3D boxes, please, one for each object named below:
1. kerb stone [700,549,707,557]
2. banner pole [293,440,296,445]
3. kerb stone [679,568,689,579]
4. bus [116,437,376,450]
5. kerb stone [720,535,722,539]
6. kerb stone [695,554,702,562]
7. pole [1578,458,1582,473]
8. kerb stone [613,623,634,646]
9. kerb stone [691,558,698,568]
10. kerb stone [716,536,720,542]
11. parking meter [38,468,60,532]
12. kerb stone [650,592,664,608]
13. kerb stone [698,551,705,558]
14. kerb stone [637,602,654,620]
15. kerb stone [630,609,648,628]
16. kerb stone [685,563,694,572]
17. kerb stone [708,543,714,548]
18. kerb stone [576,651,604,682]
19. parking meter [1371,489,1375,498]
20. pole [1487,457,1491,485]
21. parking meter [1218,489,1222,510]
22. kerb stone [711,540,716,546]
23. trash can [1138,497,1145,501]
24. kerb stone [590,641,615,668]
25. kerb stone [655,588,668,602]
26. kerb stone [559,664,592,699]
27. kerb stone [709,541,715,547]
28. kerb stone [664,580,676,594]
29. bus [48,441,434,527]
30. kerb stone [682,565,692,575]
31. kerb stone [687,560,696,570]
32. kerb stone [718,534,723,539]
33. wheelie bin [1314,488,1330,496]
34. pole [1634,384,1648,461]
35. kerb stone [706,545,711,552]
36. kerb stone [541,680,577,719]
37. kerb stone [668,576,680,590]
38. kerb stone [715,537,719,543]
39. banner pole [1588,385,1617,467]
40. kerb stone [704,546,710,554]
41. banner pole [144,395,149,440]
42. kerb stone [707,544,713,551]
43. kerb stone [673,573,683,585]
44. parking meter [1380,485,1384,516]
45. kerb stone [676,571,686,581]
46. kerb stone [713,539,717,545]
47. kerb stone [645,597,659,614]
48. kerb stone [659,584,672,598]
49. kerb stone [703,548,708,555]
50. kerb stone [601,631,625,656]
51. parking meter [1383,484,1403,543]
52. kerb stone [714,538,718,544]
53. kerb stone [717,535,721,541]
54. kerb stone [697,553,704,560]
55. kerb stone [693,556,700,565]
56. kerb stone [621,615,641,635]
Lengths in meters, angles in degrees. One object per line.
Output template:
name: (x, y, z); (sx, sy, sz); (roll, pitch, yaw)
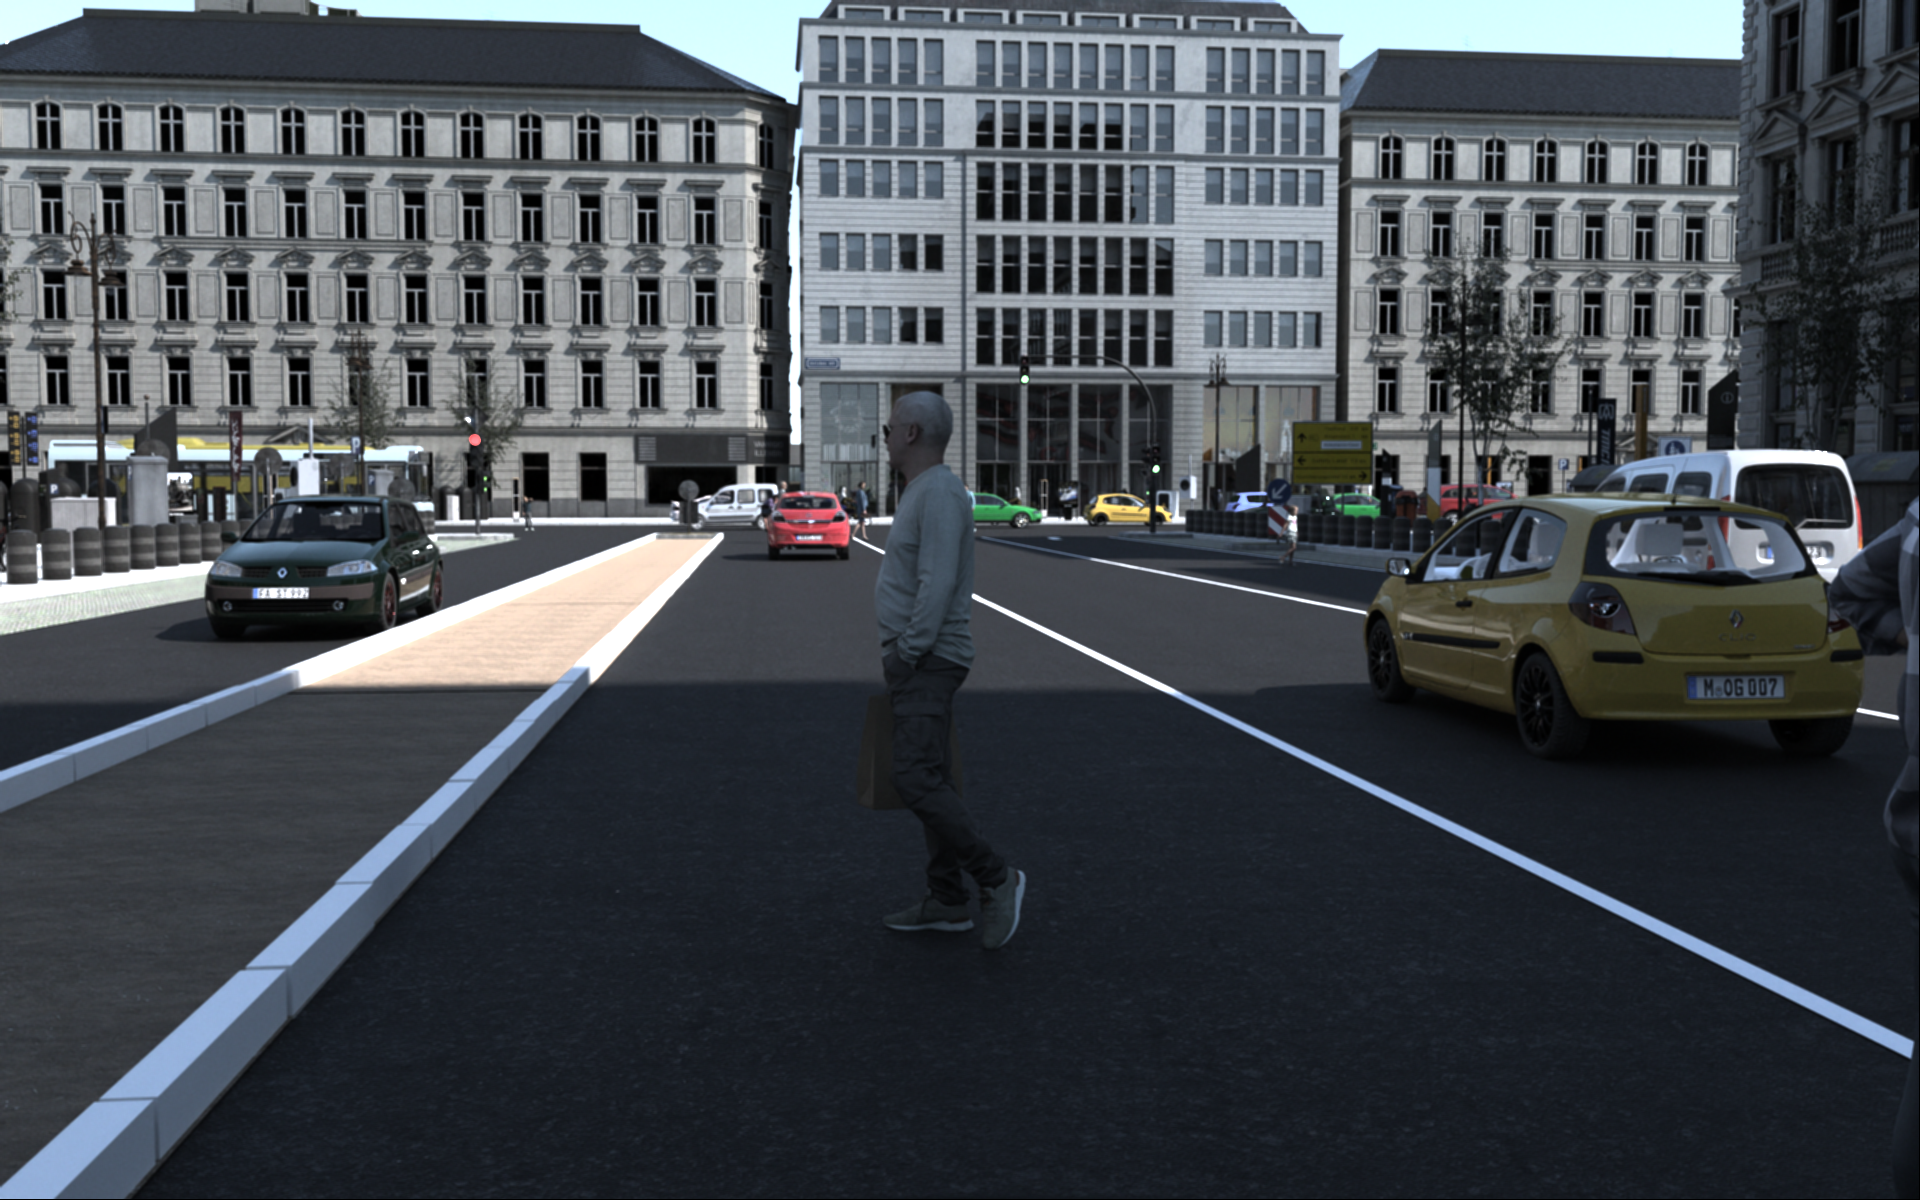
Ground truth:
kerb stone: (-5.681, -0.963, 37.937); (0.120, 0.150, 1.000); (0, 4, -6)
banner pole: (-31.065, -5.523, 80.322); (0.863, 3.779, 0.401); (0, 4, -5)
kerb stone: (-4.626, -0.398, 28.729); (0.120, 0.150, 1.000); (0, 4, -6)
bus: (-32.171, -5.187, 76.354); (12.252, 3.916, 2.896); (0, 4, -8)
kerb stone: (-7.189, -1.772, 51.219); (0.120, 0.150, 1.000); (0, 4, -6)
kerb stone: (-5.327, -0.773, 34.878); (0.120, 0.150, 1.000); (0, 4, -6)
pole: (34.577, -6.292, 96.713); (0.158, 3.312, 0.155); (0, 3, 0)
kerb stone: (-3.220, 0.351, 16.461); (0.120, 0.150, 1.000); (0, 4, -6)
kerb stone: (-5.091, -0.649, 32.832); (0.120, 0.150, 1.000); (0, 4, -6)
kerb stone: (-6.955, -1.650, 49.170); (0.120, 0.150, 1.000); (0, 4, -6)
parking meter: (-20.520, -2.039, 39.050); (0.255, 1.863, 0.399); (1, 4, 20)
kerb stone: (-3.808, 0.038, 21.577); (0.120, 0.150, 1.000); (0, 4, -6)
kerb stone: (-5.561, -0.895, 36.919); (0.120, 0.150, 1.000); (0, 4, -6)
kerb stone: (-3.574, 0.163, 19.535); (0.120, 0.150, 1.000); (0, 4, -6)
kerb stone: (-3.461, 0.227, 18.516); (0.120, 0.150, 1.000); (0, 4, -6)
kerb stone: (-4.858, -0.525, 30.784); (0.120, 0.150, 1.000); (0, 4, -6)
kerb stone: (-6.254, -1.270, 43.044); (0.120, 0.150, 1.000); (0, 4, -6)
kerb stone: (-2.877, 0.539, 13.390); (0.120, 0.150, 1.000); (0, 4, -6)
parking meter: (34.474, -8.350, 144.929); (0.372, 1.533, 0.369); (0, 3, 0)
pole: (29.358, -6.258, 96.159); (0.158, 3.312, 0.155); (0, 3, 0)
parking meter: (14.079, -5.264, 94.479); (0.372, 1.533, 0.369); (0, 3, 0)
kerb stone: (-6.493, -1.401, 45.094); (0.120, 0.150, 1.000); (0, 4, -6)
trash can: (9.611, -4.886, 91.532); (0.748, 1.137, 0.748); (0, 3, 0)
kerb stone: (-2.995, 0.476, 14.409); (0.120, 0.150, 1.000); (0, 4, -6)
kerb stone: (-3.927, -0.025, 22.599); (0.120, 0.150, 1.000); (0, 4, -6)
kerb stone: (-2.757, 0.601, 12.364); (0.120, 0.150, 1.000); (0, 4, -6)
kerb stone: (-6.371, -1.338, 44.071); (0.120, 0.150, 1.000); (0, 4, -6)
kerb stone: (-4.158, -0.150, 24.646); (0.120, 0.150, 1.000); (0, 4, -6)
bus: (-24.728, -4.061, 61.251); (13.247, 3.499, 2.948); (0, 4, -8)
kerb stone: (-4.732, -0.462, 29.755); (0.120, 0.150, 1.000); (0, 4, -6)
kerb stone: (-4.973, -0.588, 31.802); (0.120, 0.150, 1.000); (0, 4, -6)
kerb stone: (-7.304, -1.838, 52.250); (0.120, 0.150, 1.000); (0, 4, -6)
wheelie bin: (19.419, -5.209, 93.083); (0.980, 1.594, 0.693); (-2, 4, -30)
pole: (12.706, -2.355, 32.353); (0.158, 3.312, 0.155); (0, 3, 0)
kerb stone: (-6.022, -1.149, 41.006); (0.120, 0.150, 1.000); (0, 4, -6)
kerb stone: (-2.642, 0.671, 11.339); (0.120, 0.150, 1.000); (0, 4, -6)
kerb stone: (-4.278, -0.212, 25.664); (0.120, 0.150, 1.000); (0, 4, -6)
kerb stone: (-6.845, -1.587, 48.150); (0.120, 0.150, 1.000); (0, 4, -6)
banner pole: (14.700, -3.048, 39.852); (0.863, 3.779, 0.401); (-1, 4, -8)
kerb stone: (-5.909, -1.088, 39.985); (0.120, 0.150, 1.000); (0, 4, -6)
banner pole: (-20.581, -3.296, 43.905); (0.401, 3.779, 0.863); (-2, 4, -28)
kerb stone: (-6.138, -1.211, 42.025); (0.120, 0.150, 1.000); (0, 4, -6)
kerb stone: (-4.393, -0.274, 26.684); (0.120, 0.150, 1.000); (0, 4, -6)
parking meter: (11.949, -2.451, 48.484); (0.372, 1.533, 0.369); (0, 3, 0)
kerb stone: (-4.508, -0.332, 27.707); (0.120, 0.150, 1.000); (0, 4, -6)
kerb stone: (-6.607, -1.463, 46.113); (0.120, 0.150, 1.000); (0, 4, -6)
kerb stone: (-3.690, 0.100, 20.554); (0.120, 0.150, 1.000); (0, 4, -6)
kerb stone: (-4.047, -0.087, 23.623); (0.120, 0.150, 1.000); (0, 4, -6)
kerb stone: (-5.794, -1.025, 38.956); (0.120, 0.150, 1.000); (0, 4, -6)
kerb stone: (-3.111, 0.413, 15.439); (0.120, 0.150, 1.000); (0, 4, -6)
parking meter: (11.364, -2.248, 45.171); (0.372, 1.533, 0.369); (0, 3, 0)
kerb stone: (-6.718, -1.522, 47.133); (0.120, 0.150, 1.000); (0, 4, -6)
kerb stone: (-7.069, -1.713, 50.200); (0.120, 0.150, 1.000); (0, 4, -6)
kerb stone: (-5.447, -0.838, 35.899); (0.120, 0.150, 1.000); (0, 4, -6)
kerb stone: (-5.208, -0.711, 33.854); (0.120, 0.150, 1.000); (0, 4, -6)
kerb stone: (-3.348, 0.291, 17.486); (0.120, 0.150, 1.000); (0, 4, -6)
